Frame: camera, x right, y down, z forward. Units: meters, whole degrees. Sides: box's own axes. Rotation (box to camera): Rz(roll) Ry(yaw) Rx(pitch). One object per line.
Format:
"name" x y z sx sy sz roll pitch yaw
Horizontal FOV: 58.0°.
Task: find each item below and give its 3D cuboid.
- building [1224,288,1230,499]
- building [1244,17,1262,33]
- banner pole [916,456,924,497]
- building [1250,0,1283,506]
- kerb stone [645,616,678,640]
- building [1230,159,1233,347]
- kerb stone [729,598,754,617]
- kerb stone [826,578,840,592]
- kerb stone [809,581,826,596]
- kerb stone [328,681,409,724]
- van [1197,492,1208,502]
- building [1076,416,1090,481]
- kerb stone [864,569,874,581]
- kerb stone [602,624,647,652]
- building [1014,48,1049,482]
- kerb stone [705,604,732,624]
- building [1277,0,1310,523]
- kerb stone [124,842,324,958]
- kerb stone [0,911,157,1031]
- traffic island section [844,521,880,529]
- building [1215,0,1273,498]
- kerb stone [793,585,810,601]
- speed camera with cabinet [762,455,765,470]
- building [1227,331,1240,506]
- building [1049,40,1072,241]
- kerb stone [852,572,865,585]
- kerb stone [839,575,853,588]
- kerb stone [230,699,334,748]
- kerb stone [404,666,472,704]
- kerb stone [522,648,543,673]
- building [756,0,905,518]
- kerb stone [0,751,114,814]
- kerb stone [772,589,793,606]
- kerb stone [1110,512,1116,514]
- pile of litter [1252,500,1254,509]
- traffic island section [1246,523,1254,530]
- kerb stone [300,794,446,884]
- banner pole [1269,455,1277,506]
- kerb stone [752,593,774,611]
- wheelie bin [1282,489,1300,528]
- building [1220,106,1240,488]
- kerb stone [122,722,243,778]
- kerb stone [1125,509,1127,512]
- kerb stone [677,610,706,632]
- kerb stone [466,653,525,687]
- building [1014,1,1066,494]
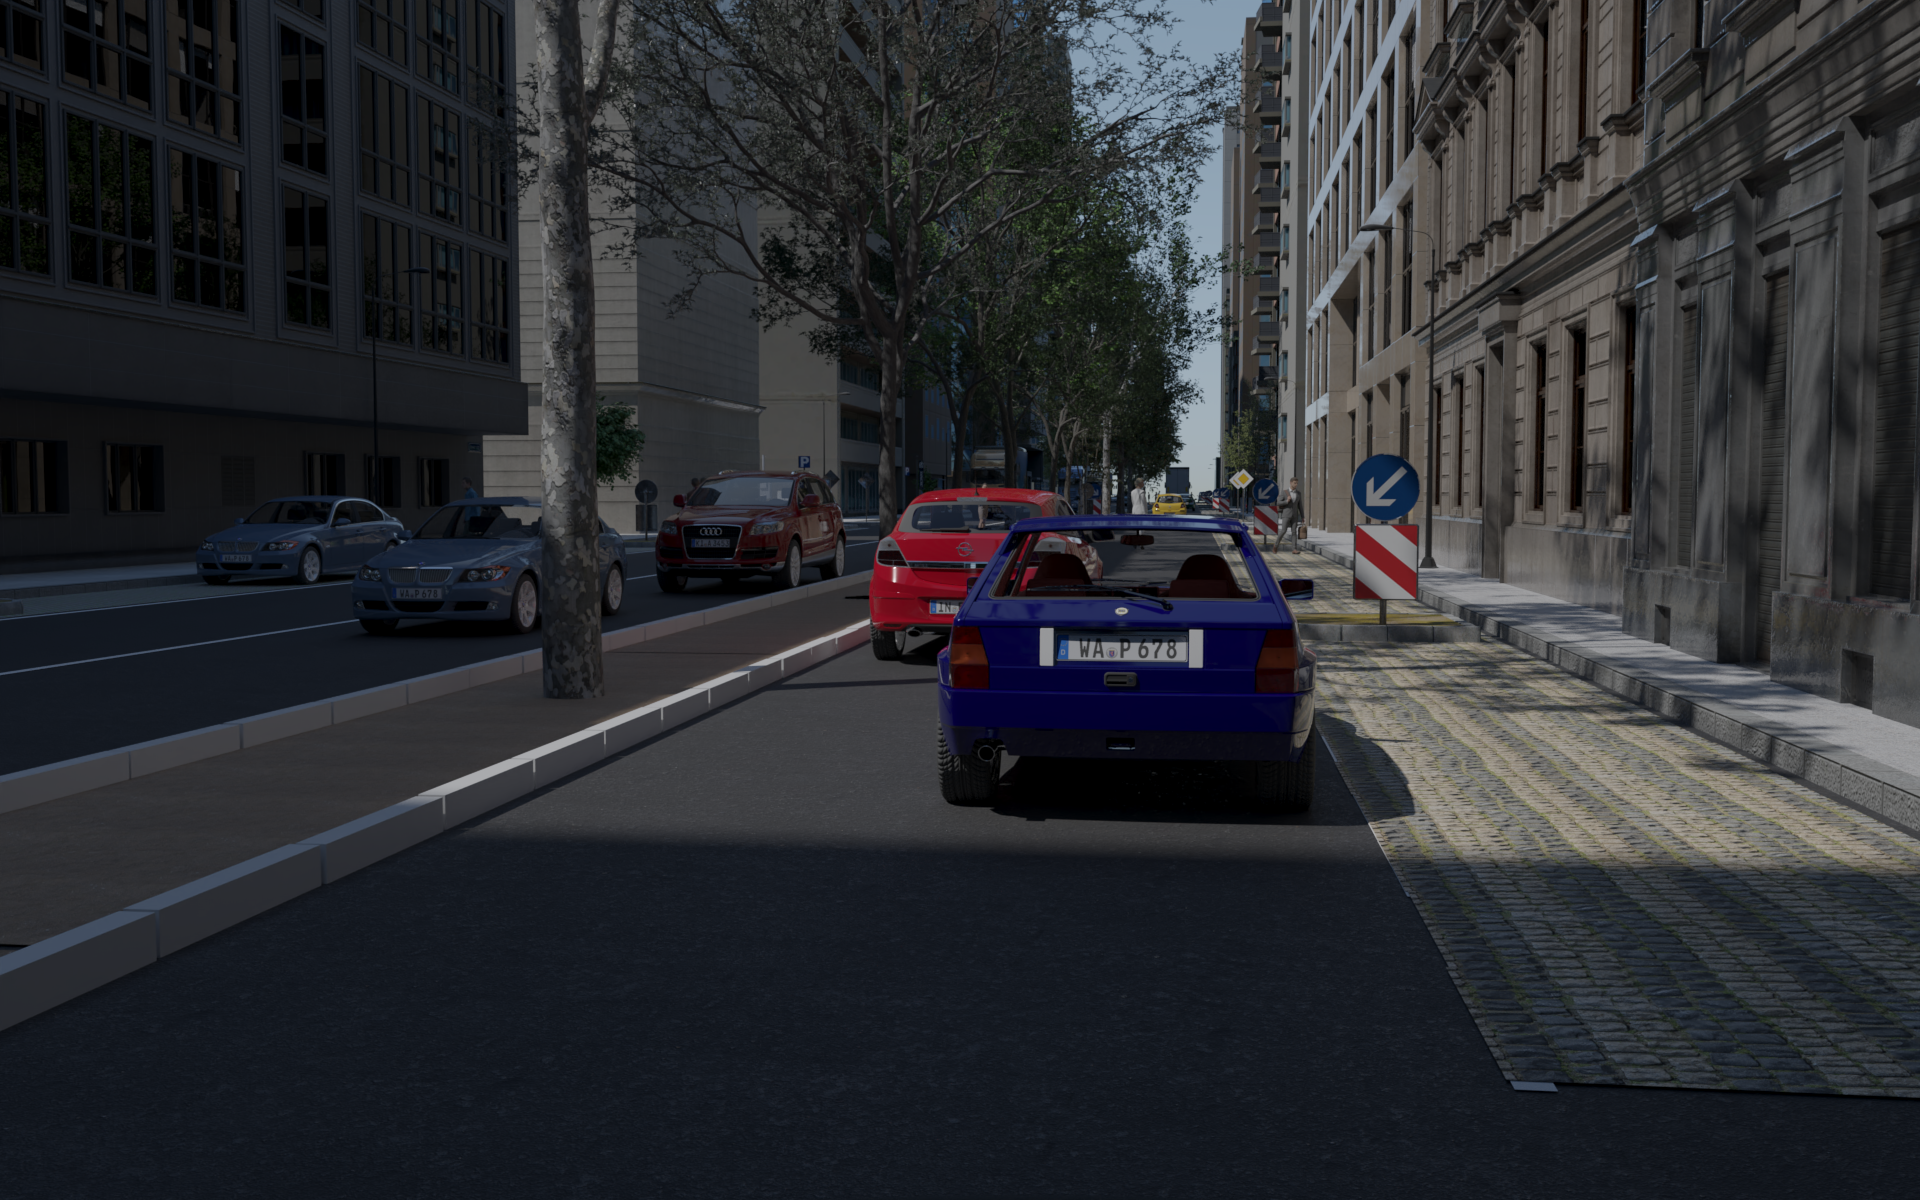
"building" 43.987 -28.756 241.869 14.160 30.474 14.107 0 4 8
"building" 33.023 -31.202 160.263 14.600 45.320 14.200 0 4 8
"banner pole" -2.642 -7.548 113.425 0.401 3.779 0.863 3 5 43
"building" 32.140 -28.638 122.852 22.147 44.769 28.867 0 4 8
"kerb stone" -3.045 0.299 17.311 0.120 0.150 1.000 0 4 8
"building" 41.017 -34.703 217.497 14.600 45.320 14.200 0 4 8
"kerb stone" -2.639 0.112 20.362 0.120 0.150 1.000 0 4 8
"kerb stone" -1.960 -0.199 25.445 0.120 0.150 1.000 0 4 8
"kerb stone" -2.093 -0.137 24.429 0.120 0.150 1.000 0 4 8
"kerb stone" -3.861 0.673 11.199 0.120 0.150 1.000 0 4 8
"van" 40.942 -17.434 292.048 2.013 2.044 4.112 0 4 7
"building" 15.098 -39.517 296.220 14.600 45.320 14.200 0 4 8
"kerb stone" -1.561 -0.385 28.490 0.120 0.150 1.000 0 4 8
"kerb stone" -3.182 0.364 16.293 0.120 0.150 1.000 0 4 8
"building" -3.518 -38.000 210.533 28.713 52.752 27.495 0 4 8
"kerb stone" -2.768 0.178 19.348 0.120 0.150 1.000 0 4 8
"building" 26.768 -28.232 85.288 21.600 48.544 21.300 0 4 8
"kerb stone" -2.463 1.000 5.848 0.120 0.150 1.000 0 4 8
"kerb stone" -2.592 1.062 4.827 0.120 0.150 1.000 0 4 8
"traffic island section" -4.307 -3.490 79.335 2.009 0.180 2.903 0 4 8
"building" 54.687 -59.829 290.880 22.319 86.520 31.000 0 4 8
"kerb stone" -2.237 -0.071 23.416 0.120 0.150 1.000 0 4 8
"speed camera with cabinet" -9.234 -5.714 87.751 2.038 3.252 0.660 0 4 7
"building" 44.519 -21.449 195.731 27.650 21.520 28.899 0 4 8
"building" 9.550 -51.388 278.441 20.563 71.187 20.611 0 4 8
"kerb stone" -1.696 -0.318 27.477 0.120 0.150 1.000 0 4 8
"kerb stone" -1.823 -0.261 26.462 0.120 0.150 1.000 0 4 8
"kerb stone" -4.000 0.735 10.186 0.120 0.150 1.000 0 4 8
"kerb stone" -3.724 0.610 12.219 0.120 0.150 1.000 0 4 8
"kerb stone" -3.454 0.486 14.252 0.120 0.150 1.000 0 4 8
"building" -15.405 -29.036 98.441 21.300 48.544 21.600 0 4 8
"kerb stone" -4.269 0.859 8.149 0.120 0.150 1.000 0 4 8
"kerb stone" -2.368 -0.012 22.388 0.120 0.150 1.000 0 4 8
"kerb stone" 10.712 -6.012 120.490 0.120 0.150 1.000 0 4 8
"pile of litter" 24.915 -8.219 148.351 1.176 0.858 1.719 0 4 8
"traffic island section" 12.386 -3.354 77.113 2.009 0.180 2.903 0 4 8
"kerb stone" -2.319 0.940 6.862 0.120 0.150 1.000 0 4 8
"banner pole" 20.002 -7.372 110.546 0.401 3.779 0.863 -2 4 -35
"kerb stone" -2.509 0.053 21.376 0.120 0.150 1.000 0 4 8
"wheelie bin" 12.611 -3.557 66.061 0.693 1.594 0.980 0 4 5
"building" 50.126 -44.028 261.850 21.231 58.520 28.212 0 4 8
"kerb stone" -4.139 0.799 9.163 0.120 0.150 1.000 0 4 8
"kerb stone" 14.506 -7.752 148.932 0.120 0.150 1.000 0 4 8
"kerb stone" -2.913 0.237 18.327 0.120 0.150 1.000 0 4 8
"kerb stone" -3.596 0.548 13.237 0.120 0.150 1.000 0 4 8
"building" 5.098 -57.442 251.854 22.319 86.520 31.000 0 4 8
